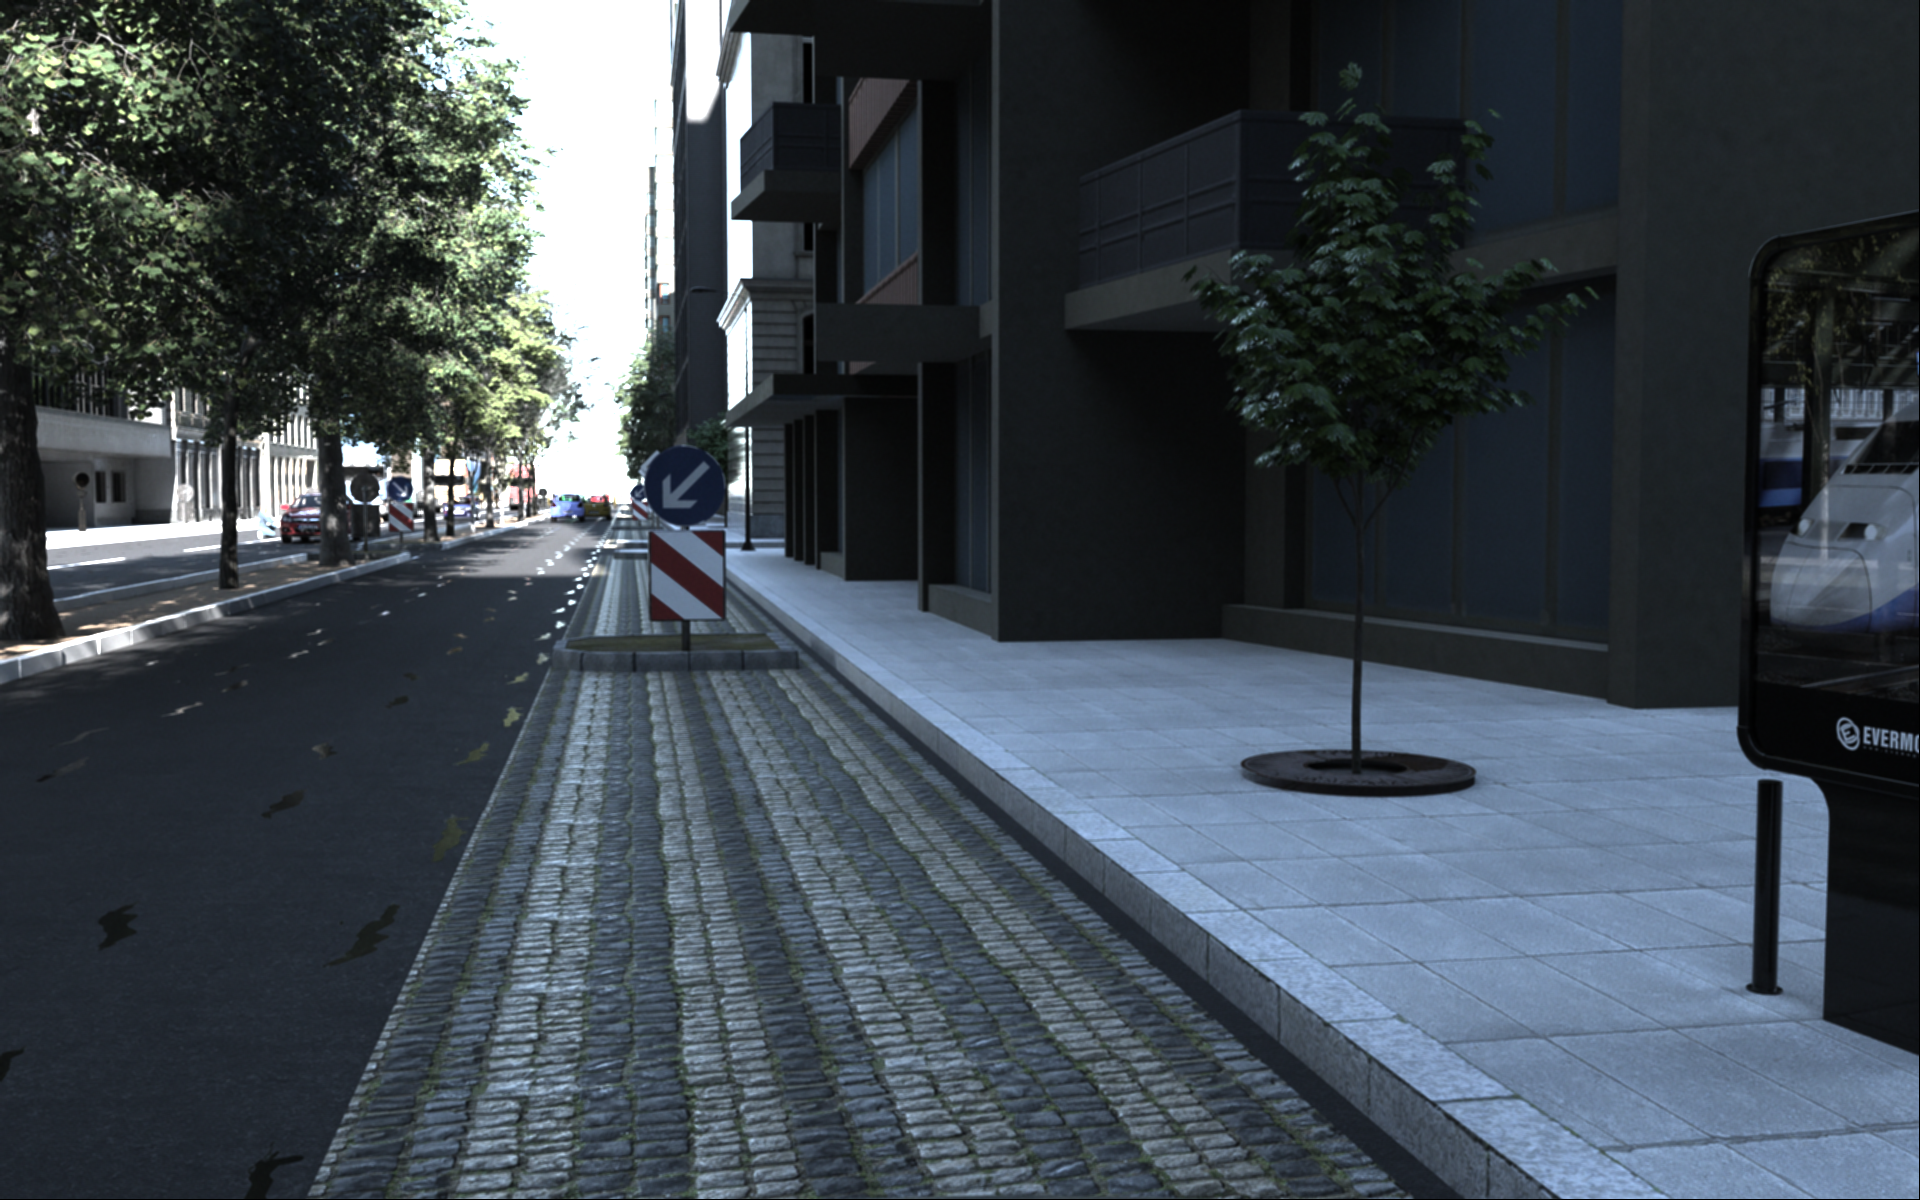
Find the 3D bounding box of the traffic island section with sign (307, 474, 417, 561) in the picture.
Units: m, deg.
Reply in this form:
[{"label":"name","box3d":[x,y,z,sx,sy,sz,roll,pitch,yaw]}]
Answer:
[{"label":"traffic island section with sign","box3d":[-13.198,-1.836,38.163,2.006,1.907,1.989,-1,4,-11]}]

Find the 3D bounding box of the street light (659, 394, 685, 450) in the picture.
[{"label":"street light","box3d":[-13.198,-6.588,80.263,1.470,5.913,1.316,-1,4,-11]}]

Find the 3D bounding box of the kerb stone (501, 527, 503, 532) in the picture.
[{"label":"kerb stone","box3d":[-17.023,-2.543,63.822,0.120,0.150,1.000,-1,4,-11]}]

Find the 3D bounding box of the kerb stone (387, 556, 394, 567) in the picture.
[{"label":"kerb stone","box3d":[-11.321,-0.727,34.090,0.120,0.150,1.000,-1,4,-11]}]

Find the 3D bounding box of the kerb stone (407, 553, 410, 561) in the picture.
[{"label":"kerb stone","box3d":[-11.905,-0.912,37.100,0.120,0.150,1.000,-1,4,-11]}]

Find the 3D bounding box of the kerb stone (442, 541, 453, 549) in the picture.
[{"label":"kerb stone","box3d":[-13.547,-1.436,45.674,0.120,0.150,1.000,-1,4,-11]}]

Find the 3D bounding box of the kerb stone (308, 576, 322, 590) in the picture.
[{"label":"kerb stone","box3d":[-9.776,-0.234,26.025,0.120,0.150,1.000,-1,4,-11]}]

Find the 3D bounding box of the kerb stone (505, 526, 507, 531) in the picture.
[{"label":"kerb stone","box3d":[-17.404,-2.665,65.834,0.120,0.150,1.000,-1,4,-11]}]

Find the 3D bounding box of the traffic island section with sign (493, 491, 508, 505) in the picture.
[{"label":"traffic island section with sign","box3d":[-59.452,-13.095,222.731,1.989,1.847,2.006,-1,4,-11]}]

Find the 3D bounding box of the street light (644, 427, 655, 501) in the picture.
[{"label":"street light","box3d":[-21.171,-9.075,120.923,1.470,5.913,1.316,-1,4,-11]}]

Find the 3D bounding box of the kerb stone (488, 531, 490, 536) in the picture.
[{"label":"kerb stone","box3d":[-15.865,-2.175,57.754,0.120,0.150,1.000,-1,4,-11]}]

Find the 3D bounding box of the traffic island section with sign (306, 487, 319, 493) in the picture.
[{"label":"traffic island section with sign","box3d":[-34.386,-5.094,91.909,1.989,1.847,2.006,-1,4,-11]}]

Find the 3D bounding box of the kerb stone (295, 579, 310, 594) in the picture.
[{"label":"kerb stone","box3d":[-9.581,-0.167,25.020,0.120,0.150,1.000,-1,4,-11]}]

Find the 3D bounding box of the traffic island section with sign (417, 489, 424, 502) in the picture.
[{"label":"traffic island section with sign","box3d":[-43.756,-8.085,140.815,1.989,1.847,2.006,-1,4,-11]}]

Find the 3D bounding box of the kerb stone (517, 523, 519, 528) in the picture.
[{"label":"kerb stone","box3d":[-18.756,-3.099,72.867,0.120,0.150,1.000,-1,4,-11]}]

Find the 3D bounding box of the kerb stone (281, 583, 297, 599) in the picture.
[{"label":"kerb stone","box3d":[-9.392,-0.110,24.016,0.120,0.150,1.000,-1,4,-11]}]

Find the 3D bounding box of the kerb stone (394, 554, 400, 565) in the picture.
[{"label":"kerb stone","box3d":[-11.519,-0.789,35.093,0.120,0.150,1.000,-1,4,-11]}]

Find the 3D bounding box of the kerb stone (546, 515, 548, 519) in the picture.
[{"label":"kerb stone","box3d":[-23.580,-4.640,98.057,0.120,0.150,1.000,-1,4,-11]}]

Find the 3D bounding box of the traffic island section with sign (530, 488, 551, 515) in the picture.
[{"label":"traffic island section with sign","box3d":[-28.737,-6.795,119.238,2.006,1.907,1.989,-1,4,-11]}]

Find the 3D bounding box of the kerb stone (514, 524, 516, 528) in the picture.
[{"label":"kerb stone","box3d":[-18.373,-2.976,70.859,0.120,0.150,1.000,-1,4,-11]}]

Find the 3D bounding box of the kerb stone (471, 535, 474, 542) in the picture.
[{"label":"kerb stone","box3d":[-14.699,-1.802,51.710,0.120,0.150,1.000,-1,4,-11]}]

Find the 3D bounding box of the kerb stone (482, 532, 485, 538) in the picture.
[{"label":"kerb stone","box3d":[-15.475,-2.048,55.737,0.120,0.150,1.000,-1,4,-11]}]

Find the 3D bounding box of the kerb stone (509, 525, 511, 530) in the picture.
[{"label":"kerb stone","box3d":[-17.792,-2.792,67.843,0.120,0.150,1.000,-1,4,-11]}]

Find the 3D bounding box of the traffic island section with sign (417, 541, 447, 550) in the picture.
[{"label":"traffic island section with sign","box3d":[-14.583,-2.282,45.440,2.006,1.907,1.989,-1,4,-11]}]

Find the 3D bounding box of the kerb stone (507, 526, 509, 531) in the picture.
[{"label":"kerb stone","box3d":[-17.598,-2.731,66.840,0.120,0.150,1.000,-1,4,-11]}]

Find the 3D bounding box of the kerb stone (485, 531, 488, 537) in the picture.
[{"label":"kerb stone","box3d":[-15.664,-2.113,56.745,0.120,0.150,1.000,-1,4,-11]}]

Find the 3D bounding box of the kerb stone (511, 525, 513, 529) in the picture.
[{"label":"kerb stone","box3d":[-17.981,-2.854,68.853,0.120,0.150,1.000,-1,4,-11]}]

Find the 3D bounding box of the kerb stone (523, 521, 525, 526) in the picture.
[{"label":"kerb stone","box3d":[-19.526,-3.346,76.907,0.120,0.150,1.000,-1,4,-11]}]

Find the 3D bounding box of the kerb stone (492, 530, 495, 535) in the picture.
[{"label":"kerb stone","box3d":[-16.246,-2.296,59.775,0.120,0.150,1.000,-1,4,-11]}]

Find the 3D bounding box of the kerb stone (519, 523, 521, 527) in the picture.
[{"label":"kerb stone","box3d":[-18.945,-3.160,73.881,0.120,0.150,1.000,-1,4,-11]}]

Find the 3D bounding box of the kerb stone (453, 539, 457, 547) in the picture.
[{"label":"kerb stone","box3d":[-13.732,-1.496,46.679,0.120,0.150,1.000,-1,4,-11]}]

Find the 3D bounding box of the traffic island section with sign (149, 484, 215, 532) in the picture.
[{"label":"traffic island section with sign","box3d":[-29.284,-3.465,65.286,1.989,1.847,2.006,-1,4,-11]}]

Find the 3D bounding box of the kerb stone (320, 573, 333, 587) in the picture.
[{"label":"kerb stone","box3d":[-9.978,-0.296,27.034,0.120,0.150,1.000,-1,4,-11]}]

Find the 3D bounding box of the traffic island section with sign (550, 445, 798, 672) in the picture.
[{"label":"traffic island section with sign","box3d":[-2.476,-0.378,14.814,1.989,1.847,2.006,-1,4,-11]}]

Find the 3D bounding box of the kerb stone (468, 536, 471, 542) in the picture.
[{"label":"kerb stone","box3d":[-14.507,-1.744,50.706,0.120,0.150,1.000,-1,4,-11]}]

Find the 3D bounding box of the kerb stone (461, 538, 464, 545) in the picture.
[{"label":"kerb stone","box3d":[-14.122,-1.621,48.698,0.120,0.150,1.000,-1,4,-11]}]

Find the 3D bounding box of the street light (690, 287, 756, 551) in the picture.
[{"label":"street light","box3d":[-5.353,-4.072,39.122,1.470,5.913,1.316,-1,4,-11]}]

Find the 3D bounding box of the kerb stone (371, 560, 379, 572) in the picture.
[{"label":"kerb stone","box3d":[-10.935,-0.596,32.078,0.120,0.150,1.000,-1,4,-11]}]

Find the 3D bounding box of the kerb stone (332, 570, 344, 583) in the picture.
[{"label":"kerb stone","box3d":[-10.166,-0.355,28.049,0.120,0.150,1.000,-1,4,-11]}]

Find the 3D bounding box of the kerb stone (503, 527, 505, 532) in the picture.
[{"label":"kerb stone","box3d":[-17.214,-2.608,64.829,0.120,0.150,1.000,-1,4,-11]}]

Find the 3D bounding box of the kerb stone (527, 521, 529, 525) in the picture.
[{"label":"kerb stone","box3d":[-20.112,-3.526,79.919,0.120,0.150,1.000,-1,4,-11]}]

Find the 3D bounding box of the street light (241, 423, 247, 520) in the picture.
[{"label":"street light","box3d":[-34.338,-6.833,84.266,1.470,5.913,1.316,-1,4,-11]}]

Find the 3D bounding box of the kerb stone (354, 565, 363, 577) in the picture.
[{"label":"kerb stone","box3d":[-10.549,-0.481,30.057,0.120,0.150,1.000,-1,4,-11]}]

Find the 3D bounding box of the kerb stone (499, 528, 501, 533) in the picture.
[{"label":"kerb stone","box3d":[-16.828,-2.479,62.810,0.120,0.150,1.000,-1,4,-11]}]

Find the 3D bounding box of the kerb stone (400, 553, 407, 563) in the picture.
[{"label":"kerb stone","box3d":[-11.707,-0.850,36.097,0.120,0.150,1.000,-1,4,-11]}]

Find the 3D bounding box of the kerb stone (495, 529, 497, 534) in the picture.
[{"label":"kerb stone","box3d":[-16.439,-2.359,60.788,0.120,0.150,1.000,-1,4,-11]}]

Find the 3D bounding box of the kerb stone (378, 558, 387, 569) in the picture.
[{"label":"kerb stone","box3d":[-11.130,-0.666,33.081,0.120,0.150,1.000,-1,4,-11]}]

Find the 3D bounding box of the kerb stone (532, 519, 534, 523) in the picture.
[{"label":"kerb stone","box3d":[-20.877,-3.771,83.951,0.120,0.150,1.000,-1,4,-11]}]

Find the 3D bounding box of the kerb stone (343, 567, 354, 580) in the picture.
[{"label":"kerb stone","box3d":[-10.354,-0.419,29.054,0.120,0.150,1.000,-1,4,-11]}]

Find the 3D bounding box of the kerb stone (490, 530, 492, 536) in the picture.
[{"label":"kerb stone","box3d":[-16.051,-2.237,58.765,0.120,0.150,1.000,-1,4,-11]}]

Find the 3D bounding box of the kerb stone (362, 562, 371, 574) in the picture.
[{"label":"kerb stone","box3d":[-10.743,-0.542,31.061,0.120,0.150,1.000,-1,4,-11]}]

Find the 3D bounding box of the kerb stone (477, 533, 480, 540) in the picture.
[{"label":"kerb stone","box3d":[-15.084,-1.928,53.725,0.120,0.150,1.000,-1,4,-11]}]

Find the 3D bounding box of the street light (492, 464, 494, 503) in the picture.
[{"label":"street light","box3d":[-64.388,-16.410,240.845,1.470,5.913,1.316,-1,4,-11]}]

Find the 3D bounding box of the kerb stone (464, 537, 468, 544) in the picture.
[{"label":"kerb stone","box3d":[-14.312,-1.681,49.703,0.120,0.150,1.000,-1,4,-11]}]

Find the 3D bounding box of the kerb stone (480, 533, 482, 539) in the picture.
[{"label":"kerb stone","box3d":[-15.280,-1.986,54.734,0.120,0.150,1.000,-1,4,-11]}]

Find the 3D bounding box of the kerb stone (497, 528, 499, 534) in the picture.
[{"label":"kerb stone","box3d":[-16.628,-2.419,61.794,0.120,0.150,1.000,-1,4,-11]}]

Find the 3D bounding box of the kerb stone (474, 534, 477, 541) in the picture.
[{"label":"kerb stone","box3d":[-14.891,-1.863,52.715,0.120,0.150,1.000,-1,4,-11]}]

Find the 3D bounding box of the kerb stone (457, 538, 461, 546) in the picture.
[{"label":"kerb stone","box3d":[-13.923,-1.557,47.689,0.120,0.150,1.000,-1,4,-11]}]
